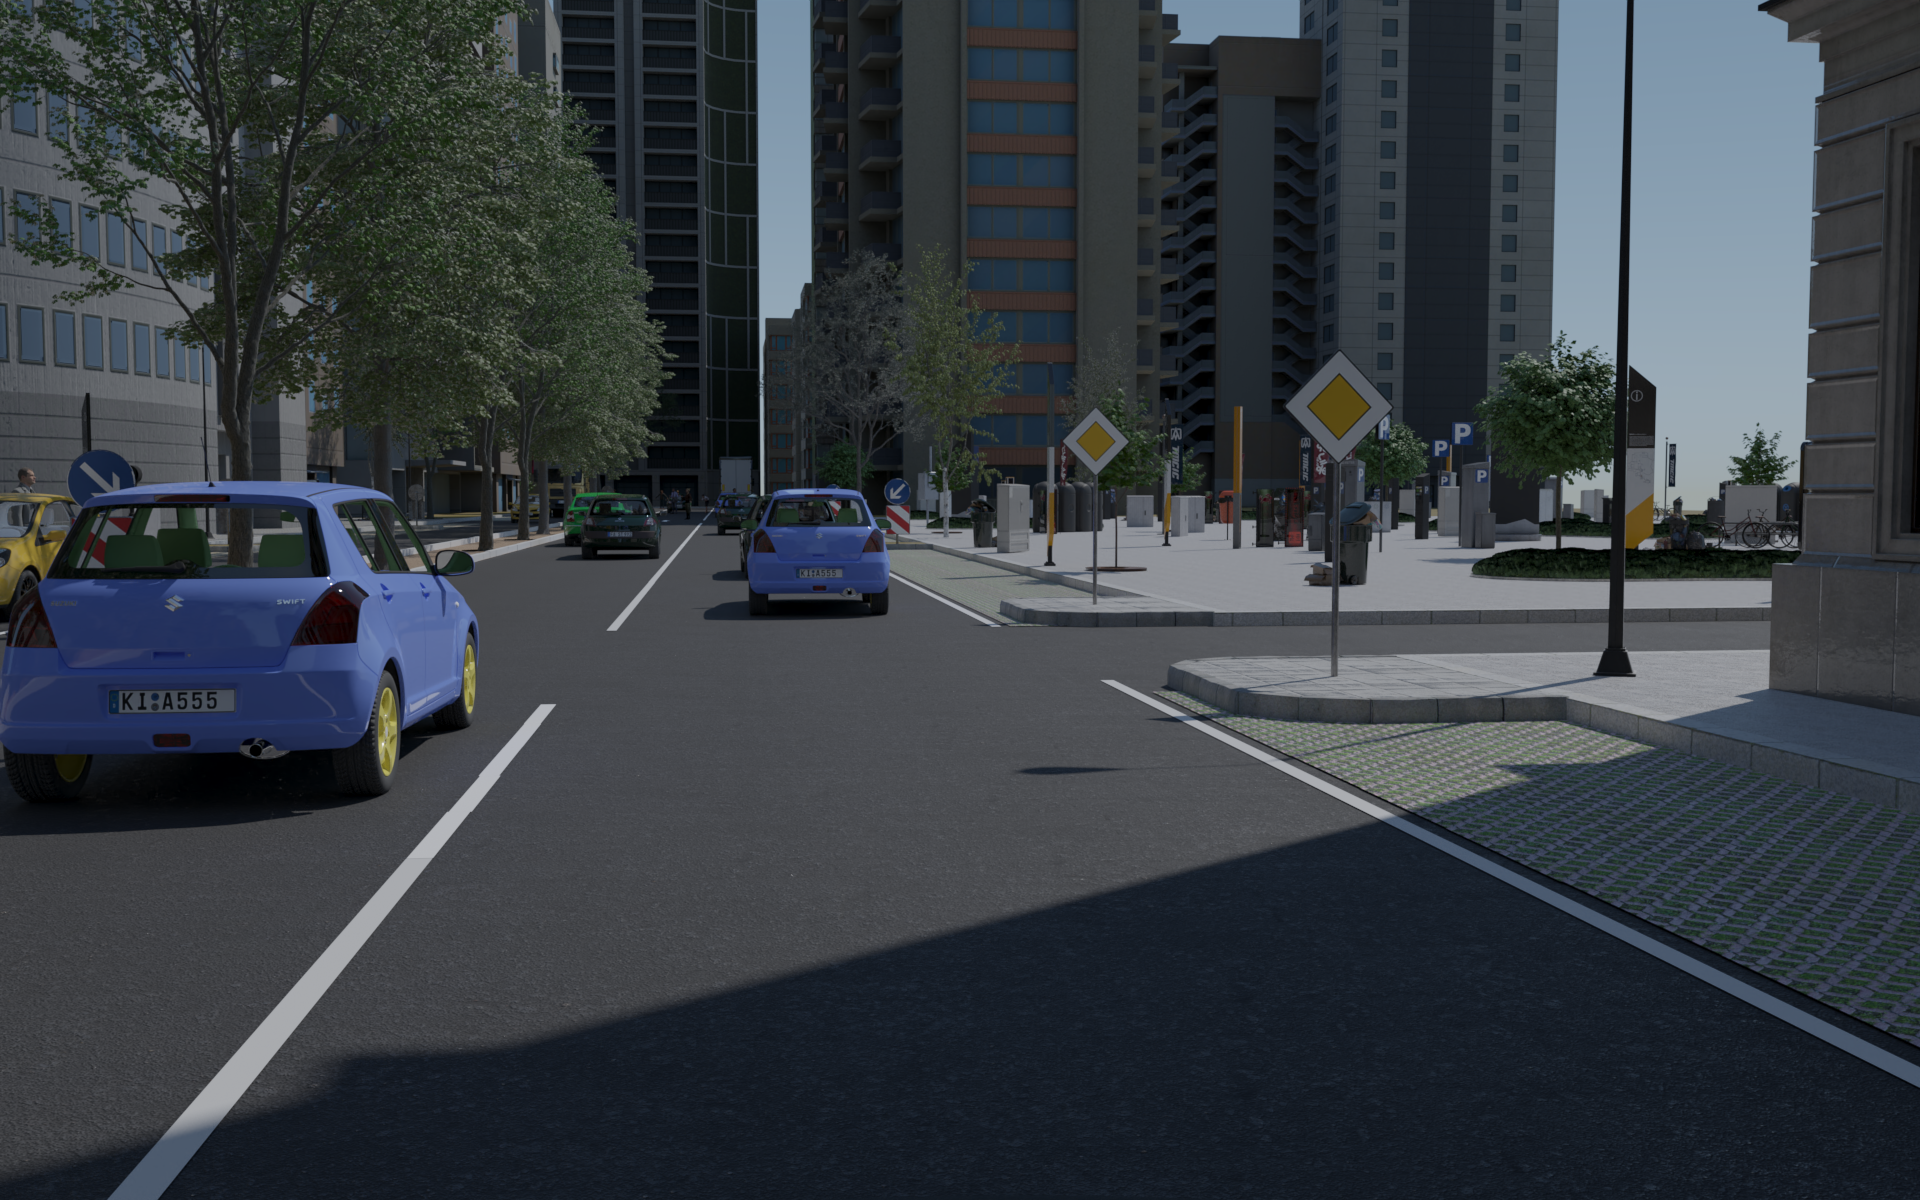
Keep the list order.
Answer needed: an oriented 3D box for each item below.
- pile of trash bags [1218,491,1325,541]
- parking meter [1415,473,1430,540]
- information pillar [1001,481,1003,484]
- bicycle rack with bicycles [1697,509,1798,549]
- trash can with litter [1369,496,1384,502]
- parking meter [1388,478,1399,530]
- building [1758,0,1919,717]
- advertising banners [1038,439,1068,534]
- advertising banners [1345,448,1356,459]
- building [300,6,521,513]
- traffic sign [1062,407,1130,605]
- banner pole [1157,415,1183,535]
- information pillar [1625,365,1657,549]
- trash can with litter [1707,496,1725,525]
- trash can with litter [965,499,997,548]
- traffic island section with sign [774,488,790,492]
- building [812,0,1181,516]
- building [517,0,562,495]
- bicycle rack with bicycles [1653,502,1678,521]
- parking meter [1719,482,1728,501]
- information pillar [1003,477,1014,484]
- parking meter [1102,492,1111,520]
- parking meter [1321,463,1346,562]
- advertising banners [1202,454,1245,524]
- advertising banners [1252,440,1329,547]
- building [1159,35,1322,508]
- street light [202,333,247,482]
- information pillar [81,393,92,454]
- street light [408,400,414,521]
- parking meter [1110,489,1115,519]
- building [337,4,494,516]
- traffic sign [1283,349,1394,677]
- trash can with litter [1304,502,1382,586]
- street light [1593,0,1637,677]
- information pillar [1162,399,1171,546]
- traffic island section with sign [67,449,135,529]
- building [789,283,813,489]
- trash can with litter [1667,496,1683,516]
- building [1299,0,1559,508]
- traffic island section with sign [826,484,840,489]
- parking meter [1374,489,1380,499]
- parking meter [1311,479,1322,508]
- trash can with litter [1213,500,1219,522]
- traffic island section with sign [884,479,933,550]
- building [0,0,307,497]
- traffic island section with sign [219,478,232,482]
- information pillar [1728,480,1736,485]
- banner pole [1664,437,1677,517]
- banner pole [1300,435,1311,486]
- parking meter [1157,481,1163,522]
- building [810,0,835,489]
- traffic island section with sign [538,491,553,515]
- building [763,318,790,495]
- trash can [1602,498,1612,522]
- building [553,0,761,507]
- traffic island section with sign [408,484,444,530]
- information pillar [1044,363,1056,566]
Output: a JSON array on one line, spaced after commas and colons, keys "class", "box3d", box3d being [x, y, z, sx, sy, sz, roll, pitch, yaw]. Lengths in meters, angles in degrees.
[{"class": "pile of trash bags", "box3d": [8.861, -2.340, 48.016, 3.447, 1.369, 1.912, 1, 4, 16]}, {"class": "parking meter", "box3d": [13.063, -2.646, 48.968, 0.399, 1.863, 0.255, -3, 5, -43]}, {"class": "information pillar", "box3d": [2.467, -5.512, 94.619, 0.304, 2.012, 0.304, -3, 5, -42]}, {"class": "bicycle rack with bicycles", "box3d": [19.373, -1.704, 41.241, 2.925, 0.926, 2.852, 3, 4, 37]}, {"class": "trash can with litter", "box3d": [13.870, -2.961, 59.466, 2.233, 1.210, 1.678, 0, 4, -4]}, {"class": "parking meter", "box3d": [15.601, -3.464, 62.350, 0.255, 1.863, 0.399, -1, 4, -11]}, {"class": "building", "box3d": [11.211, -8.432, 2.494, 10.561, 19.102, 19.286, 0, 4, -8]}, {"class": "advertising banners", "box3d": [2.986, -3.630, 55.541, 0.090, 3.025, 2.074, -1, 4, -23]}, {"class": "advertising banners", "box3d": [13.286, -4.068, 62.694, 2.074, 3.025, 0.090, 0, 4, 5]}, {"class": "building", "box3d": [-39.611, -29.040, 124.914, 14.600, 45.320, 14.200, 0, 4, -8]}, {"class": "traffic sign", "box3d": [1.562, -1.003, 20.037, 0.795, 2.450, 0.064, 0, 4, -8]}, {"class": "banner pole", "box3d": [6.647, -3.951, 54.611, 0.863, 3.779, 0.401, 2, 4, 24]}, {"class": "information pillar", "box3d": [12.342, -2.452, 31.446, 0.504, 3.616, 0.183, 1, 4, 12]}, {"class": "trash can with litter", "box3d": [23.770, -2.716, 55.458, 2.233, 1.210, 1.678, 1, 4, 17]}, {"class": "trash can with litter", "box3d": [0.682, -1.853, 41.683, 0.624, 1.170, 1.055, 3, 5, 44]}, {"class": "traffic island section with sign", "box3d": [-15.726, -8.532, 148.121, 1.989, 1.847, 2.006, 0, 4, -8]}, {"class": "building", "box3d": [1.746, -28.065, 113.491, 22.147, 44.769, 28.867, 0, 4, -8]}, {"class": "building", "box3d": [-47.054, -32.477, 154.698, 21.600, 48.544, 21.300, 0, 4, -8]}, {"class": "bicycle rack with bicycles", "box3d": [33.060, -4.287, 83.479, 2.925, 0.926, 2.852, 1, 4, 13]}, {"class": "parking meter", "box3d": [38.062, -4.932, 86.351, 0.399, 1.863, 0.255, 2, 4, 33]}, {"class": "information pillar", "box3d": [2.162, -4.317, 75.078, 0.304, 2.012, 0.304, -1, 4, -12]}, {"class": "parking meter", "box3d": [7.347, -4.961, 86.817, 0.399, 1.863, 0.255, -2, 4, -27]}, {"class": "parking meter", "box3d": [7.073, -1.648, 32.660, 0.255, 1.863, 0.399, 3, 4, 38]}, {"class": "advertising banners", "box3d": [11.383, -4.809, 74.816, 2.074, 3.025, 0.090, -1, 4, -20]}, {"class": "advertising banners", "box3d": [8.053, -2.791, 41.817, 2.074, 3.025, 0.090, -1, 4, -13]}, {"class": "building", "box3d": [25.445, -31.658, 167.721, 14.200, 45.320, 14.600, 0, 4, -8]}, {"class": "street light", "box3d": [-21.125, -4.724, 49.773, 1.470, 5.913, 1.316, 0, 4, -8]}, {"class": "information pillar", "box3d": [-20.242, -2.987, 40.198, 0.183, 3.616, 0.504, -3, 5, -40]}, {"class": "street light", "box3d": [-25.416, -6.677, 81.704, 1.470, 5.913, 1.316, 0, 4, -8]}, {"class": "parking meter", "box3d": [7.908, -4.971, 89.693, 0.372, 1.533, 0.369, 0, 3, 0]}, {"class": "building", "box3d": [-43.570, -31.411, 102.816, 28.713, 52.752, 27.495, 0, 4, -8]}, {"class": "traffic sign", "box3d": [2.632, -0.519, 12.124, 0.795, 2.450, 0.064, 0, 4, -8]}, {"class": "trash can with litter", "box3d": [5.390, -0.796, 24.402, 1.055, 1.170, 0.624, -3, 4, -37]}, {"class": "street light", "box3d": [4.115, -2.417, 12.058, 1.470, 5.913, 1.316, 0, 4, -8]}, {"class": "information pillar", "box3d": [5.093, -3.128, 42.492, 0.183, 3.616, 0.504, 0, 4, -2]}, {"class": "traffic island section with sign", "box3d": [-8.865, -0.626, 18.368, 2.006, 1.907, 1.989, 0, 4, -8]}, {"class": "building", "box3d": [-0.910, -19.139, 157.964, 27.650, 21.520, 28.899, 0, 4, -8]}, {"class": "trash can with litter", "box3d": [41.709, -5.497, 101.266, 1.055, 1.170, 0.624, 1, 4, 20]}, {"class": "building", "box3d": [43.020, -44.562, 166.843, 20.611, 71.187, 20.563, 0, 4, -8]}, {"class": "traffic island section with sign", "box3d": [-5.411, -3.864, 71.809, 1.989, 1.847, 2.006, 0, 4, -8]}, {"class": "parking meter", "box3d": [21.000, -4.813, 87.101, 0.372, 1.533, 0.369, 0, 3, 0]}, {"class": "parking meter", "box3d": [11.530, -3.066, 55.834, 0.255, 1.863, 0.399, -3, 5, -44]}, {"class": "trash can with litter", "box3d": [11.602, -4.096, 78.362, 1.055, 1.170, 0.624, 3, 5, 43]}, {"class": "traffic island section with sign", "box3d": [-1.805, -2.230, 45.096, 1.989, 1.847, 2.006, 0, 4, -8]}, {"class": "building", "box3d": [-34.215, -31.144, 51.206, 21.231, 58.520, 28.212, 0, 4, -8]}, {"class": "traffic island section with sign", "box3d": [-18.374, -2.118, 43.261, 1.989, 1.847, 2.006, 0, 4, -8]}, {"class": "information pillar", "box3d": [40.505, -5.287, 90.937, 0.304, 2.012, 0.304, 0, 4, -8]}, {"class": "banner pole", "box3d": [30.984, -5.237, 75.639, 0.401, 3.779, 0.863, -1, 4, -16]}, {"class": "banner pole", "box3d": [12.939, -4.535, 64.164, 0.863, 3.779, 0.401, 3, 5, 40]}, {"class": "parking meter", "box3d": [9.344, -4.563, 80.315, 0.255, 1.863, 0.399, 2, 4, 29]}, {"class": "building", "box3d": [-4.643, -27.607, 134.970, 14.154, 41.232, 14.086, 0, 4, -8]}, {"class": "traffic island section with sign", "box3d": [-28.576, -6.735, 118.742, 1.989, 1.847, 2.006, 0, 4, -8]}, {"class": "building", "box3d": [-7.084, -21.272, 192.837, 28.899, 21.520, 27.650, 0, 4, -8]}, {"class": "trash can", "box3d": [26.169, -3.548, 69.658, 0.748, 1.137, 0.748, 0, 3, 0]}, {"class": "building", "box3d": [-31.761, -45.629, 184.286, 20.611, 71.187, 20.563, 0, 4, -8]}, {"class": "traffic island section with sign", "box3d": [-21.978, -3.752, 69.976, 1.989, 1.847, 2.006, 0, 4, -8]}, {"class": "information pillar", "box3d": [1.609, -2.411, 30.778, 0.183, 3.616, 0.504, 0, 4, -2]}]
